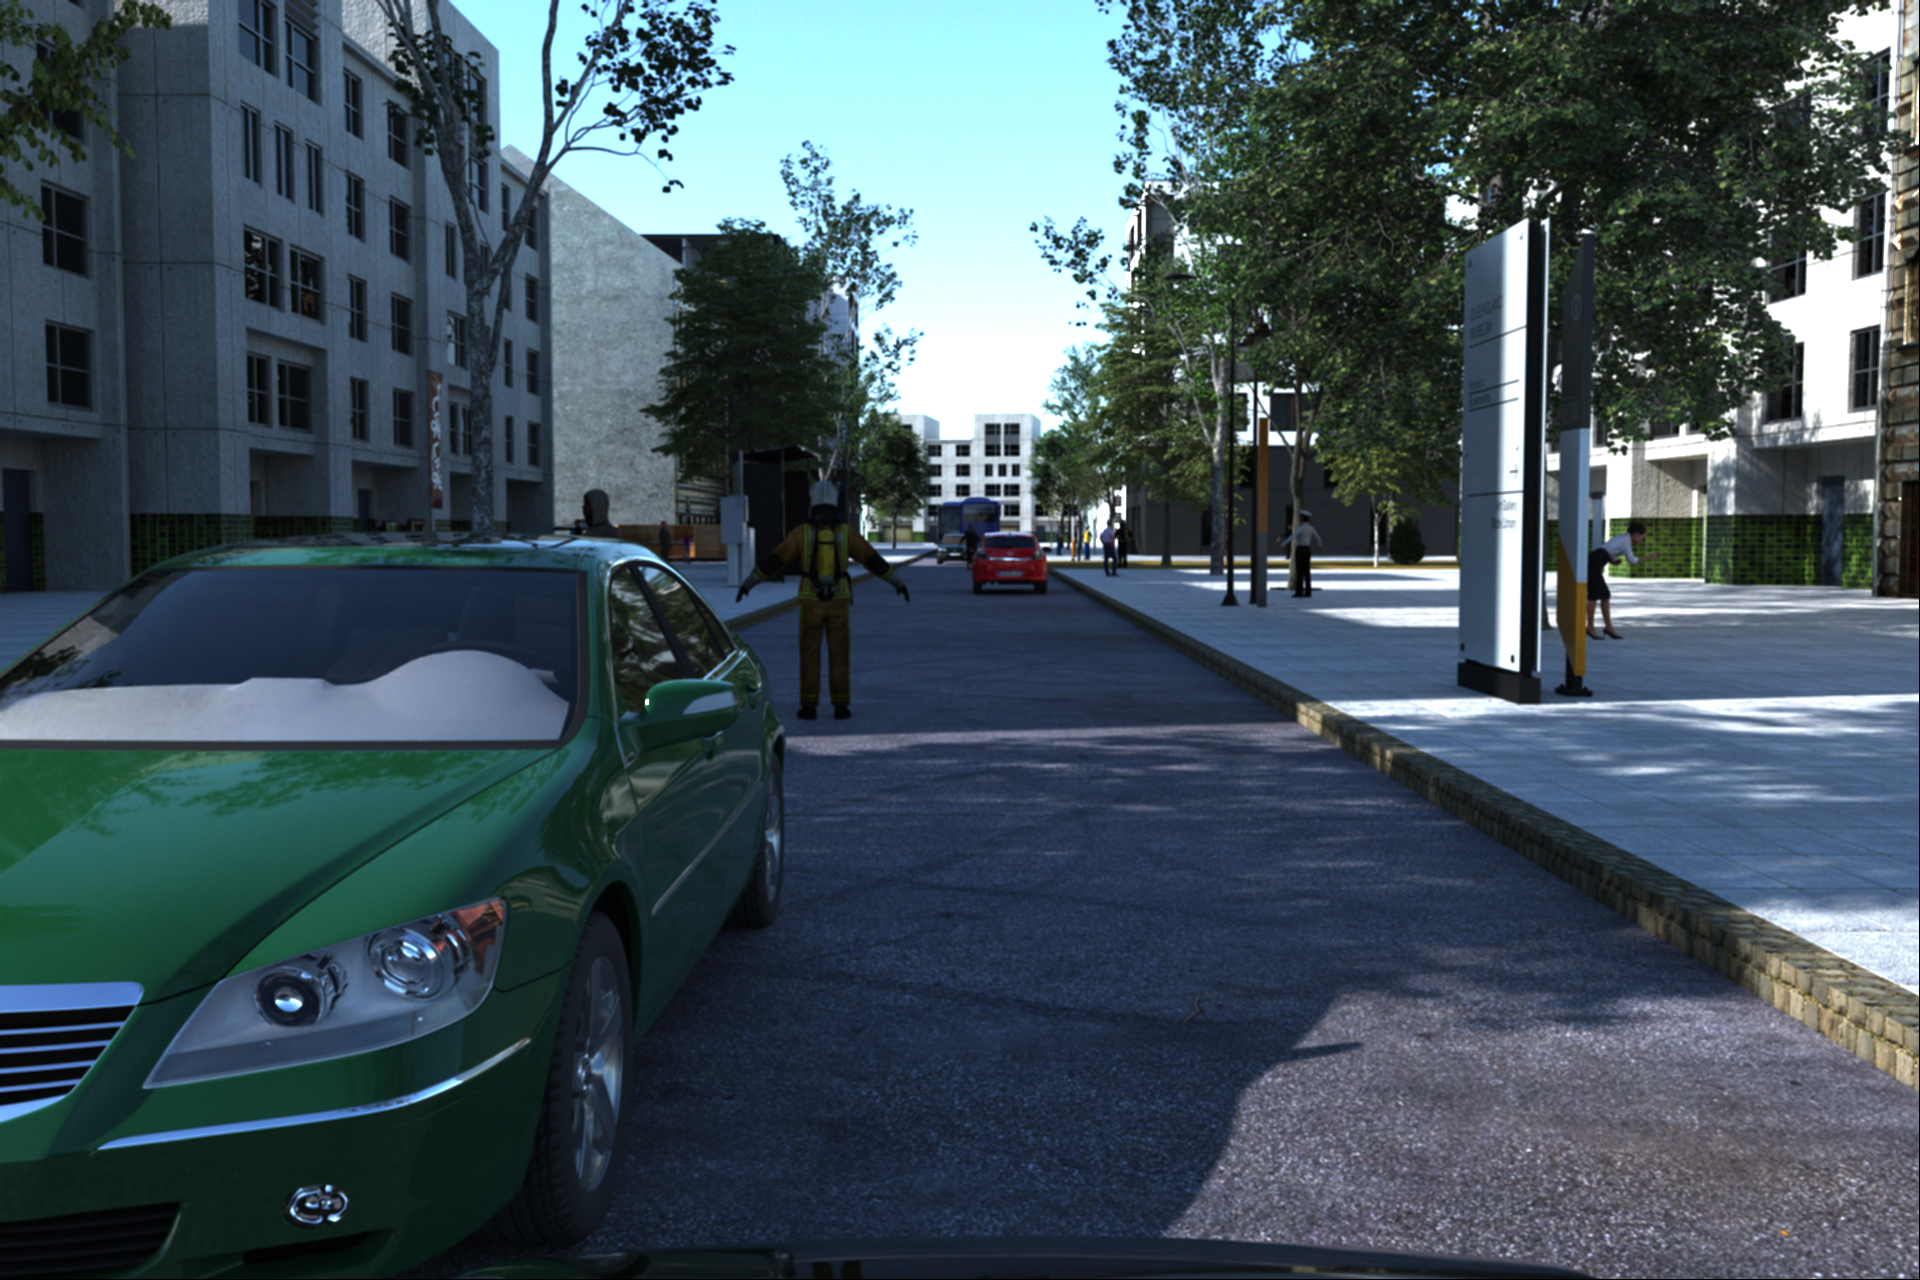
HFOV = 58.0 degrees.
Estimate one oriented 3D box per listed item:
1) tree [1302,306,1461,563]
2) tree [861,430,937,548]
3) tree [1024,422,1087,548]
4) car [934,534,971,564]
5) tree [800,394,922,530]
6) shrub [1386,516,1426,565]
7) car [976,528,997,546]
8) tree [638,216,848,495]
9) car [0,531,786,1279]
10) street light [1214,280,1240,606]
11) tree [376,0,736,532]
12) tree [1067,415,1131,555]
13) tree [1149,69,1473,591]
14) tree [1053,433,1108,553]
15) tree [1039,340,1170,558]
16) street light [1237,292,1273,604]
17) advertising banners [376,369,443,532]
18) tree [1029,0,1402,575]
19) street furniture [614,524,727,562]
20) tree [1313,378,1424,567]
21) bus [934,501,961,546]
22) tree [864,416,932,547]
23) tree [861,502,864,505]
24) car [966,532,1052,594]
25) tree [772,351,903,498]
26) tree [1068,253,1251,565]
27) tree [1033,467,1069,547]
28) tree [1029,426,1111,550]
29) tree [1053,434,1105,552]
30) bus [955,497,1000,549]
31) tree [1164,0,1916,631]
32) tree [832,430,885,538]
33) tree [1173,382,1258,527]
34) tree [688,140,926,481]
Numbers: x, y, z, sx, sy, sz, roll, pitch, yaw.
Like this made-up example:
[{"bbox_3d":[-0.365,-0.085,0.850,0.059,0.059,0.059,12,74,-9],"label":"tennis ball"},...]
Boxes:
[{"bbox_3d":[19.085,-9.763,77.747,7.486,12.596,7.792,0,3,0],"label":"tree"},{"bbox_3d":[-6.003,-13.515,155.386,8.767,10.594,7.601,1,4,8],"label":"tree"},{"bbox_3d":[9.448,-14.211,158.106,9.928,11.665,9.643,0,3,0],"label":"tree"},{"bbox_3d":[-0.214,-4.479,83.020,2.009,1.686,4.222,0,4,1],"label":"car"},{"bbox_3d":[-6.446,-10.606,107.824,8.767,10.594,7.601,0,4,4],"label":"tree"},{"bbox_3d":[18.511,-4.145,71.807,1.661,2.075,1.752,0,3,0],"label":"shrub"},{"bbox_3d":[1.577,-4.036,75.575,1.945,1.707,3.694,0,4,0],"label":"car"},{"bbox_3d":[-7.758,-8.856,62.919,7.486,12.596,7.792,0,3,0],"label":"tree"},{"bbox_3d":[-1.608,0.414,5.028,2.131,1.459,4.920,0,4,1],"label":"car"},{"bbox_3d":[5.392,-3.569,30.899,1.470,5.913,1.316,0,4,1],"label":"street light"},{"bbox_3d":[-7.143,-10.573,28.751,12.611,20.169,13.585,0,3,0],"label":"tree"},{"bbox_3d":[8.255,-9.551,106.513,4.360,8.622,3.978,0,3,0],"label":"tree"},{"bbox_3d":[7.775,-6.940,39.232,9.928,11.665,9.643,0,3,0],"label":"tree"},{"bbox_3d":[7.871,-10.123,115.867,4.360,8.622,3.978,0,3,0],"label":"tree"},{"bbox_3d":[8.096,-10.207,92.634,9.928,11.665,9.643,0,3,0],"label":"tree"},{"bbox_3d":[5.400,-3.603,31.691,0.468,5.910,1.993,0,4,1],"label":"street light"},{"bbox_3d":[-5.645,-1.330,17.934,0.090,3.025,2.074,0,4,1],"label":"advertising banners"},{"bbox_3d":[8.617,-12.170,54.869,12.611,20.169,13.585,0,3,0],"label":"tree"},{"bbox_3d":[-12.352,-4.657,82.988,9.812,1.723,11.010,-1,4,-16],"label":"street furniture"},{"bbox_3d":[16.152,-7.164,67.498,4.737,8.622,4.395,0,3,0],"label":"tree"},{"bbox_3d":[-0.362,-8.677,133.419,2.896,3.916,12.251,0,4,1],"label":"bus"},{"bbox_3d":[-6.192,-15.219,166.957,7.486,12.596,7.792,0,3,0],"label":"tree"},{"bbox_3d":[-16.171,-18.765,257.163,4.737,8.622,4.395,0,3,0],"label":"tree"},{"bbox_3d":[1.209,-2.061,42.739,2.155,1.783,4.494,0,4,1],"label":"car"},{"bbox_3d":[-7.048,-10.601,99.087,9.928,11.665,9.643,0,3,0],"label":"tree"},{"bbox_3d":[8.303,-9.353,71.051,7.486,12.596,7.792,0,3,0],"label":"tree"},{"bbox_3d":[9.027,-13.409,169.604,4.737,8.622,4.395,0,3,0],"label":"tree"},{"bbox_3d":[9.321,-12.780,143.368,7.601,10.594,8.767,-1,4,-12],"label":"tree"},{"bbox_3d":[8.593,-10.489,121.860,4.360,8.622,3.978,0,3,0],"label":"tree"},{"bbox_3d":[1.188,-7.603,115.863,2.896,3.916,12.251,0,4,-1],"label":"bus"},{"bbox_3d":[7.514,-7.115,22.989,9.857,13.997,8.962,0,3,0],"label":"tree"},{"bbox_3d":[-6.474,-10.035,114.429,4.737,8.622,4.395,0,3,0],"label":"tree"},{"bbox_3d":[11.914,-7.946,80.284,4.737,8.622,4.395,0,3,0],"label":"tree"},{"bbox_3d":[-7.847,-14.097,86.378,12.611,20.169,13.585,0,3,0],"label":"tree"}]
